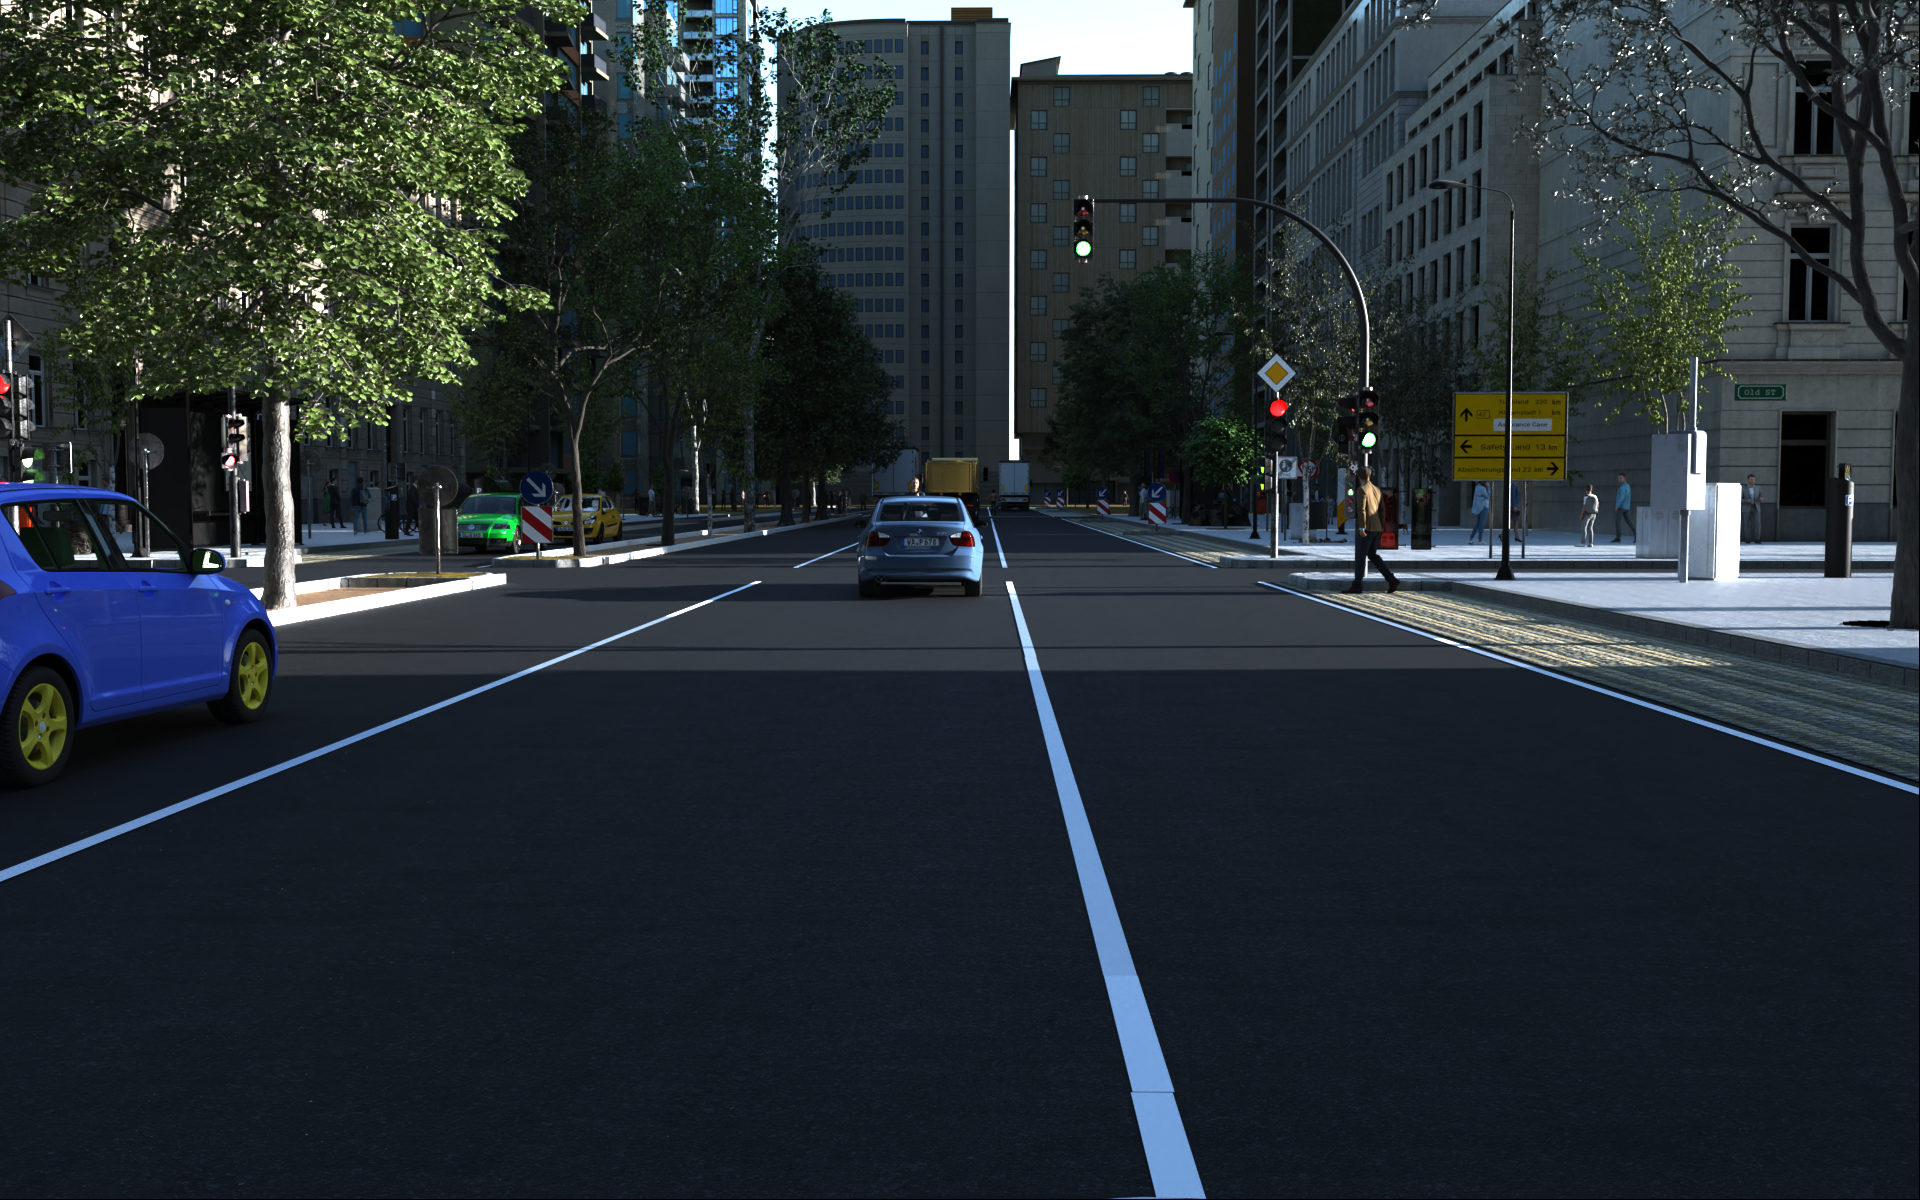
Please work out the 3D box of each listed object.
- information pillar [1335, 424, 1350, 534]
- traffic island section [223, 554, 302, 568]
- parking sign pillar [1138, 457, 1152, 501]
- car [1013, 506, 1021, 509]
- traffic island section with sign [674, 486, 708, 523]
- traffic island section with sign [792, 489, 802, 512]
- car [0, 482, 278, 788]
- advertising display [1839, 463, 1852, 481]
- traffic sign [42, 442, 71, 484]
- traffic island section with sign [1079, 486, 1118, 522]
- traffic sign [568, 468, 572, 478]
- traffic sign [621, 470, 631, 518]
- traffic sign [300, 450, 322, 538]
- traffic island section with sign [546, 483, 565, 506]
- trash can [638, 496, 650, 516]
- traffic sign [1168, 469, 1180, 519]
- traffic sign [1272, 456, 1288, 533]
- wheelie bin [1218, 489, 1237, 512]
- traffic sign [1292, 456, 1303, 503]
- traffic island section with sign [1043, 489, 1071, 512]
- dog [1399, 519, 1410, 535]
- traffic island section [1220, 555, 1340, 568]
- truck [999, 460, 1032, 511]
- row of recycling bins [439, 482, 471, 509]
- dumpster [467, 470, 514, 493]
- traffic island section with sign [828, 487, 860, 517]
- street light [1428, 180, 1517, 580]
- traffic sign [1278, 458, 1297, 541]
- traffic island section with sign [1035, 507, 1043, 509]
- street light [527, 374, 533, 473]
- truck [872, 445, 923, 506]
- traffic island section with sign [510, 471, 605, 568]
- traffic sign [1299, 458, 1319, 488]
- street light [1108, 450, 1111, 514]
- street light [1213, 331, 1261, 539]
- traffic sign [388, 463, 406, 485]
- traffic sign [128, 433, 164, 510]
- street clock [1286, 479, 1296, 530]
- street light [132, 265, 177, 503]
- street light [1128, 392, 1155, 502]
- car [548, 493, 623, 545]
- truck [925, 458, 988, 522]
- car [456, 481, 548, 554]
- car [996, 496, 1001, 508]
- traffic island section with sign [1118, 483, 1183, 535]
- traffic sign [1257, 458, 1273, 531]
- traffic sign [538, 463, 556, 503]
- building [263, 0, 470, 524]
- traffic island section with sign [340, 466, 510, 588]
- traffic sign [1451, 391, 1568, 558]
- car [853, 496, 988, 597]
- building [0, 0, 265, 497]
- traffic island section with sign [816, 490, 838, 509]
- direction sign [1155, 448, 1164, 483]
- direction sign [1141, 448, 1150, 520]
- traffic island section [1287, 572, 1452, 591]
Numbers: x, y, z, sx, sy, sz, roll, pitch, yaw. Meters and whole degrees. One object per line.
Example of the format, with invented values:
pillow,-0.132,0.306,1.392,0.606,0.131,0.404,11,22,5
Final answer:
information pillar,12.203,-3.892,54.992,0.183,3.616,0.504,-3,5,-41
traffic island section,-14.702,-0.785,35.121,2.009,0.180,2.903,0,4,1
parking sign pillar,11.315,-7.327,108.275,1.447,3.967,1.447,3,4,36
car,5.033,-9.234,160.768,2.009,1.686,4.222,0,4,0
traffic island section with sign,-13.655,-4.773,86.670,1.989,1.847,2.006,0,4,1
traffic island section with sign,-12.954,-7.843,136.866,1.989,1.847,2.006,0,4,1
car,-5.281,-0.011,9.764,1.945,1.707,3.694,0,4,1
advertising display,18.585,-1.908,36.409,0.123,1.923,0.974,2,4,34
traffic sign,-17.822,-1.961,34.187,0.606,2.300,0.079,0,4,6
traffic island section with sign,7.085,-4.849,87.910,1.989,1.847,2.006,0,4,1
traffic sign,-17.959,-4.949,81.015,0.768,2.556,0.104,0,4,3
traffic sign,-18.205,-5.726,93.623,0.884,2.594,0.081,0,4,2
traffic sign,-18.820,-3.055,50.054,0.768,2.556,0.104,0,4,3
traffic island section with sign,-14.031,-3.125,59.718,1.989,1.847,2.006,0,4,1
trash can,-18.718,-5.570,102.723,0.748,1.137,0.748,0,3,0
traffic sign,11.057,-5.438,89.016,0.768,2.556,0.104,0,4,6
traffic sign,10.700,-3.506,57.425,0.768,2.556,0.104,1,4,9
wheelie bin,11.587,-4.112,75.147,0.693,1.594,0.980,1,4,22
traffic sign,11.269,-3.586,58.639,0.884,2.594,0.081,0,4,3
traffic island section with sign,7.769,-7.825,136.568,1.989,1.847,2.006,0,4,1
dog,13.957,-2.324,54.832,0.540,0.507,0.406,0,4,7
traffic island section,6.337,-0.767,34.823,2.009,0.180,2.903,0,4,1
truck,4.729,-9.726,147.938,2.839,4.237,11.283,0,4,3
row of recycling bins,-18.293,-3.416,62.960,1.069,1.692,3.534,-1,4,-22
dumpster,-18.823,-4.081,69.220,1.502,2.255,1.985,0,4,1
traffic island section with sign,-7.265,-6.219,109.819,2.006,1.907,1.989,0,4,1
street light,7.637,-3.258,25.811,1.470,5.913,1.316,0,4,1
traffic sign,8.948,-2.783,47.629,0.606,2.300,0.079,0,4,7
traffic island section with sign,8.149,-9.522,164.304,1.989,1.847,2.006,0,4,1
street light,-15.654,-5.655,65.001,1.470,5.913,1.316,0,4,1
truck,-3.795,-7.102,105.038,2.839,4.237,11.283,0,4,0
traffic island section with sign,-8.307,-1.624,34.688,2.006,1.907,1.989,0,4,1
traffic sign,12.339,-3.755,61.492,0.768,2.556,0.104,0,4,7
street light,8.807,-8.344,108.961,1.470,5.913,1.316,0,4,1
street light,7.924,-4.710,49.555,1.470,5.913,1.316,0,4,1
traffic sign,-18.296,-3.313,56.299,0.606,2.300,0.079,1,4,9
traffic sign,-16.963,-2.201,36.099,0.768,2.556,0.104,0,4,2
street clock,11.878,-3.530,62.288,0.358,2.002,0.471,-1,4,-14
street light,-16.128,-3.821,35.017,1.470,5.913,1.316,0,4,1
street light,8.354,-6.527,79.258,1.470,5.913,1.316,0,4,1
car,-10.988,-2.453,50.327,2.015,1.641,3.980,0,4,1
truck,-0.309,-5.846,91.502,3.469,3.379,9.791,0,4,2
car,-11.405,-2.068,42.614,1.959,1.807,4.718,0,4,0
car,4.554,-10.071,176.655,2.014,1.417,4.499,0,4,0
traffic island section with sign,6.699,-3.171,60.480,1.989,1.847,2.006,0,4,1
traffic sign,10.671,-3.668,60.075,0.768,2.556,0.104,0,4,6
traffic sign,-16.762,-4.295,70.335,0.768,2.556,0.104,1,4,9
building,-33.233,-17.516,83.655,12.463,27.353,25.104,0,4,1
traffic island section with sign,-8.420,-1.171,27.282,2.006,1.907,1.989,0,4,1
traffic sign,10.907,-2.481,34.437,2.265,3.308,0.079,0,4,1
car,-0.581,-0.824,25.479,2.014,1.417,4.499,0,4,-1
building,-33.885,-15.952,58.083,12.463,27.353,25.104,0,4,1
traffic island section with sign,-12.572,-9.494,163.850,1.989,1.847,2.006,0,4,1
direction sign,9.837,-5.731,85.696,0.379,3.537,0.876,-2,4,-26
direction sign,9.104,-5.700,85.195,0.379,3.537,0.876,-1,4,-22
traffic island section,6.225,-0.279,26.839,2.009,0.180,2.903,0,4,1
